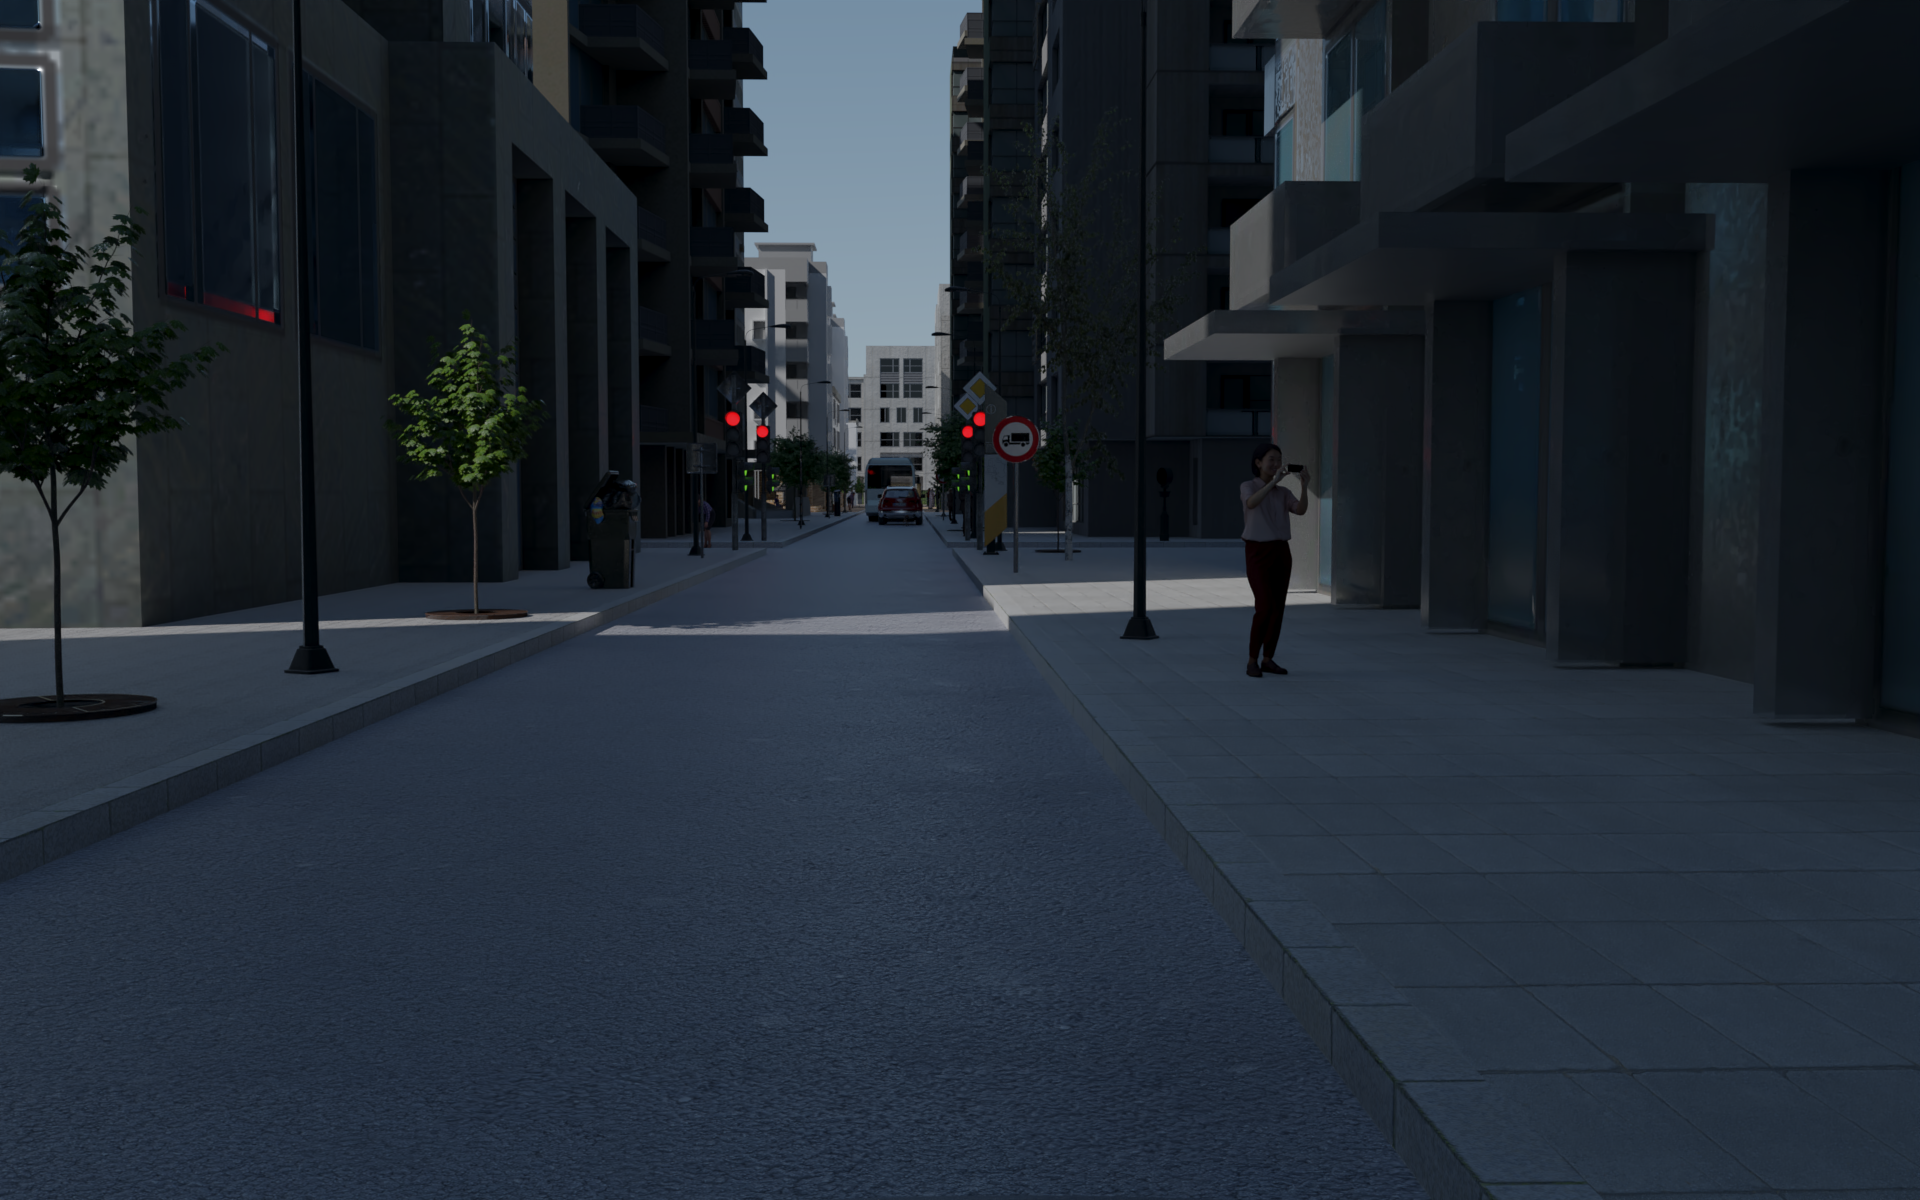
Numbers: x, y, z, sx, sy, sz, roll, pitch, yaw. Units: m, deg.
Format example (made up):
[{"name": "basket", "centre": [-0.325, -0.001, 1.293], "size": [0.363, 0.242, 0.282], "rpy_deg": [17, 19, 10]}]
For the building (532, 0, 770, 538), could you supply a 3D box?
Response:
[{"name": "building", "centre": [-18.494, -24.851, 60.938], "size": [22.147, 44.769, 28.867], "rpy_deg": [0, 4, -2]}]

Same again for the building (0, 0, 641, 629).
[{"name": "building", "centre": [-22.173, -43.496, 23.838], "size": [31.000, 86.520, 22.319], "rpy_deg": [0, 4, -2]}]

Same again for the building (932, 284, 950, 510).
[{"name": "building", "centre": [6.375, -17.615, 154.465], "size": [16.747, 18.905, 31.486], "rpy_deg": [0, 4, -2]}]

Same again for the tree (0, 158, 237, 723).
[{"name": "tree", "centre": [-5.403, -0.953, 10.179], "size": [1.663, 3.219, 1.824], "rpy_deg": [0, 3, 0]}]

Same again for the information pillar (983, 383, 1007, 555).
[{"name": "information pillar", "centre": [0.736, -2.756, 36.423], "size": [0.504, 3.616, 0.183], "rpy_deg": [0, 4, 1]}]

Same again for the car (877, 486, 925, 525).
[{"name": "car", "centre": [-2.784, -4.472, 81.788], "size": [2.281, 1.827, 5.304], "rpy_deg": [0, 4, 0]}]

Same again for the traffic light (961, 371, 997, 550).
[{"name": "traffic light", "centre": [0.436, -3.104, 39.664], "size": [0.839, 4.253, 0.868], "rpy_deg": [0, 4, -2]}]

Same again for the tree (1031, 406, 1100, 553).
[{"name": "tree", "centre": [2.295, -2.659, 38.075], "size": [1.663, 3.219, 1.824], "rpy_deg": [0, 3, 0]}]

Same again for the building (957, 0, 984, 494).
[{"name": "building", "centre": [11.081, -26.880, 94.114], "size": [22.147, 44.769, 28.867], "rpy_deg": [0, 4, -2]}]

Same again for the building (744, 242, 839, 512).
[{"name": "building", "centre": [-17.448, -16.622, 128.184], "size": [16.016, 20.091, 11.380], "rpy_deg": [0, 4, -2]}]

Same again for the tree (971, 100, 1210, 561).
[{"name": "tree", "centre": [2.323, -5.061, 33.103], "size": [4.360, 8.622, 3.978], "rpy_deg": [0, 3, 0]}]

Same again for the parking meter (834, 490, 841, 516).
[{"name": "parking meter", "centre": [-7.065, -5.585, 99.729], "size": [0.372, 1.533, 0.369], "rpy_deg": [0, 3, 0]}]

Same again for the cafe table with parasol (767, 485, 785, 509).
[{"name": "cafe table with parasol", "centre": [-11.953, -6.982, 119.025], "size": [2.610, 1.966, 2.610], "rpy_deg": [-1, 4, -9]}]

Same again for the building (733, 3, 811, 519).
[{"name": "building", "centre": [-25.007, -24.781, 97.050], "size": [32.217, 40.220, 23.993], "rpy_deg": [0, 4, -2]}]

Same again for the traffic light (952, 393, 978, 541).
[{"name": "traffic light", "centre": [0.193, -3.592, 47.646], "size": [0.839, 4.253, 0.868], "rpy_deg": [0, 4, -2]}]

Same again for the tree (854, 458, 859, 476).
[{"name": "tree", "centre": [-8.402, -8.030, 115.010], "size": [4.285, 4.588, 4.351], "rpy_deg": [0, 3, 0]}]

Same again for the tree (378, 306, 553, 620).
[{"name": "tree", "centre": [-5.184, -1.430, 17.980], "size": [1.663, 3.219, 1.824], "rpy_deg": [0, 3, 0]}]

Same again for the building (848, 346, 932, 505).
[{"name": "building", "centre": [-11.445, -21.304, 214.770], "size": [31.486, 18.905, 16.747], "rpy_deg": [0, 4, -2]}]

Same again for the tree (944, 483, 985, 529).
[{"name": "tree", "centre": [0.636, -4.287, 64.702], "size": [1.663, 3.219, 1.824], "rpy_deg": [0, 3, 0]}]

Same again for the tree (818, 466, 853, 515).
[{"name": "tree", "centre": [-7.886, -6.885, 107.167], "size": [1.663, 3.219, 1.824], "rpy_deg": [0, 3, 0]}]

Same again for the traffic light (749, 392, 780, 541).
[{"name": "traffic light", "centre": [-5.365, -3.580, 47.461], "size": [0.839, 4.253, 0.868], "rpy_deg": [0, 4, -2]}]

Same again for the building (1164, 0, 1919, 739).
[{"name": "building", "centre": [14.794, -24.083, 13.366], "size": [23.786, 49.044, 30.456], "rpy_deg": [0, 4, -2]}]

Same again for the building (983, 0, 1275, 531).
[{"name": "building", "centre": [7.929, -23.777, 72.355], "size": [14.154, 41.232, 14.086], "rpy_deg": [0, 4, -2]}]

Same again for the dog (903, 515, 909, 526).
[{"name": "dog", "centre": [-2.410, -3.540, 77.173], "size": [0.406, 0.507, 0.540], "rpy_deg": [-2, 4, -26]}]

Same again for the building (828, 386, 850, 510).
[{"name": "building", "centre": [-14.726, -12.614, 148.383], "size": [9.099, 9.664, 28.070], "rpy_deg": [0, 4, -2]}]

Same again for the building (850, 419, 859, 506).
[{"name": "building", "centre": [-25.468, -15.359, 193.274], "size": [28.070, 9.664, 9.099], "rpy_deg": [0, 4, -2]}]

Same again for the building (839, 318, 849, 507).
[{"name": "building", "centre": [-18.853, -19.061, 168.061], "size": [16.016, 20.091, 11.380], "rpy_deg": [0, 4, -2]}]

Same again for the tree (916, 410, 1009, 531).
[{"name": "tree", "centre": [0.182, -4.668, 60.034], "size": [4.285, 4.588, 4.351], "rpy_deg": [0, 3, 0]}]

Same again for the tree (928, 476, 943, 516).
[{"name": "tree", "centre": [-1.062, -6.463, 100.272], "size": [1.663, 3.219, 1.824], "rpy_deg": [0, 3, 0]}]

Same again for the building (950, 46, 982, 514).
[{"name": "building", "centre": [6.282, -21.050, 115.862], "size": [14.160, 30.474, 14.107], "rpy_deg": [0, 4, -2]}]

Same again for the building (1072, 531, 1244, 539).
[{"name": "building", "centre": [9.708, -22.644, 53.831], "size": [14.086, 41.232, 14.154], "rpy_deg": [0, 4, -2]}]

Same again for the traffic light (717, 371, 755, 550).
[{"name": "traffic light", "centre": [-5.122, -3.092, 39.480], "size": [0.839, 4.253, 0.868], "rpy_deg": [0, 4, -2]}]

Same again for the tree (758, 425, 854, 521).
[{"name": "tree", "centre": [-7.902, -6.038, 82.439], "size": [4.285, 4.588, 4.351], "rpy_deg": [0, 3, 0]}]
